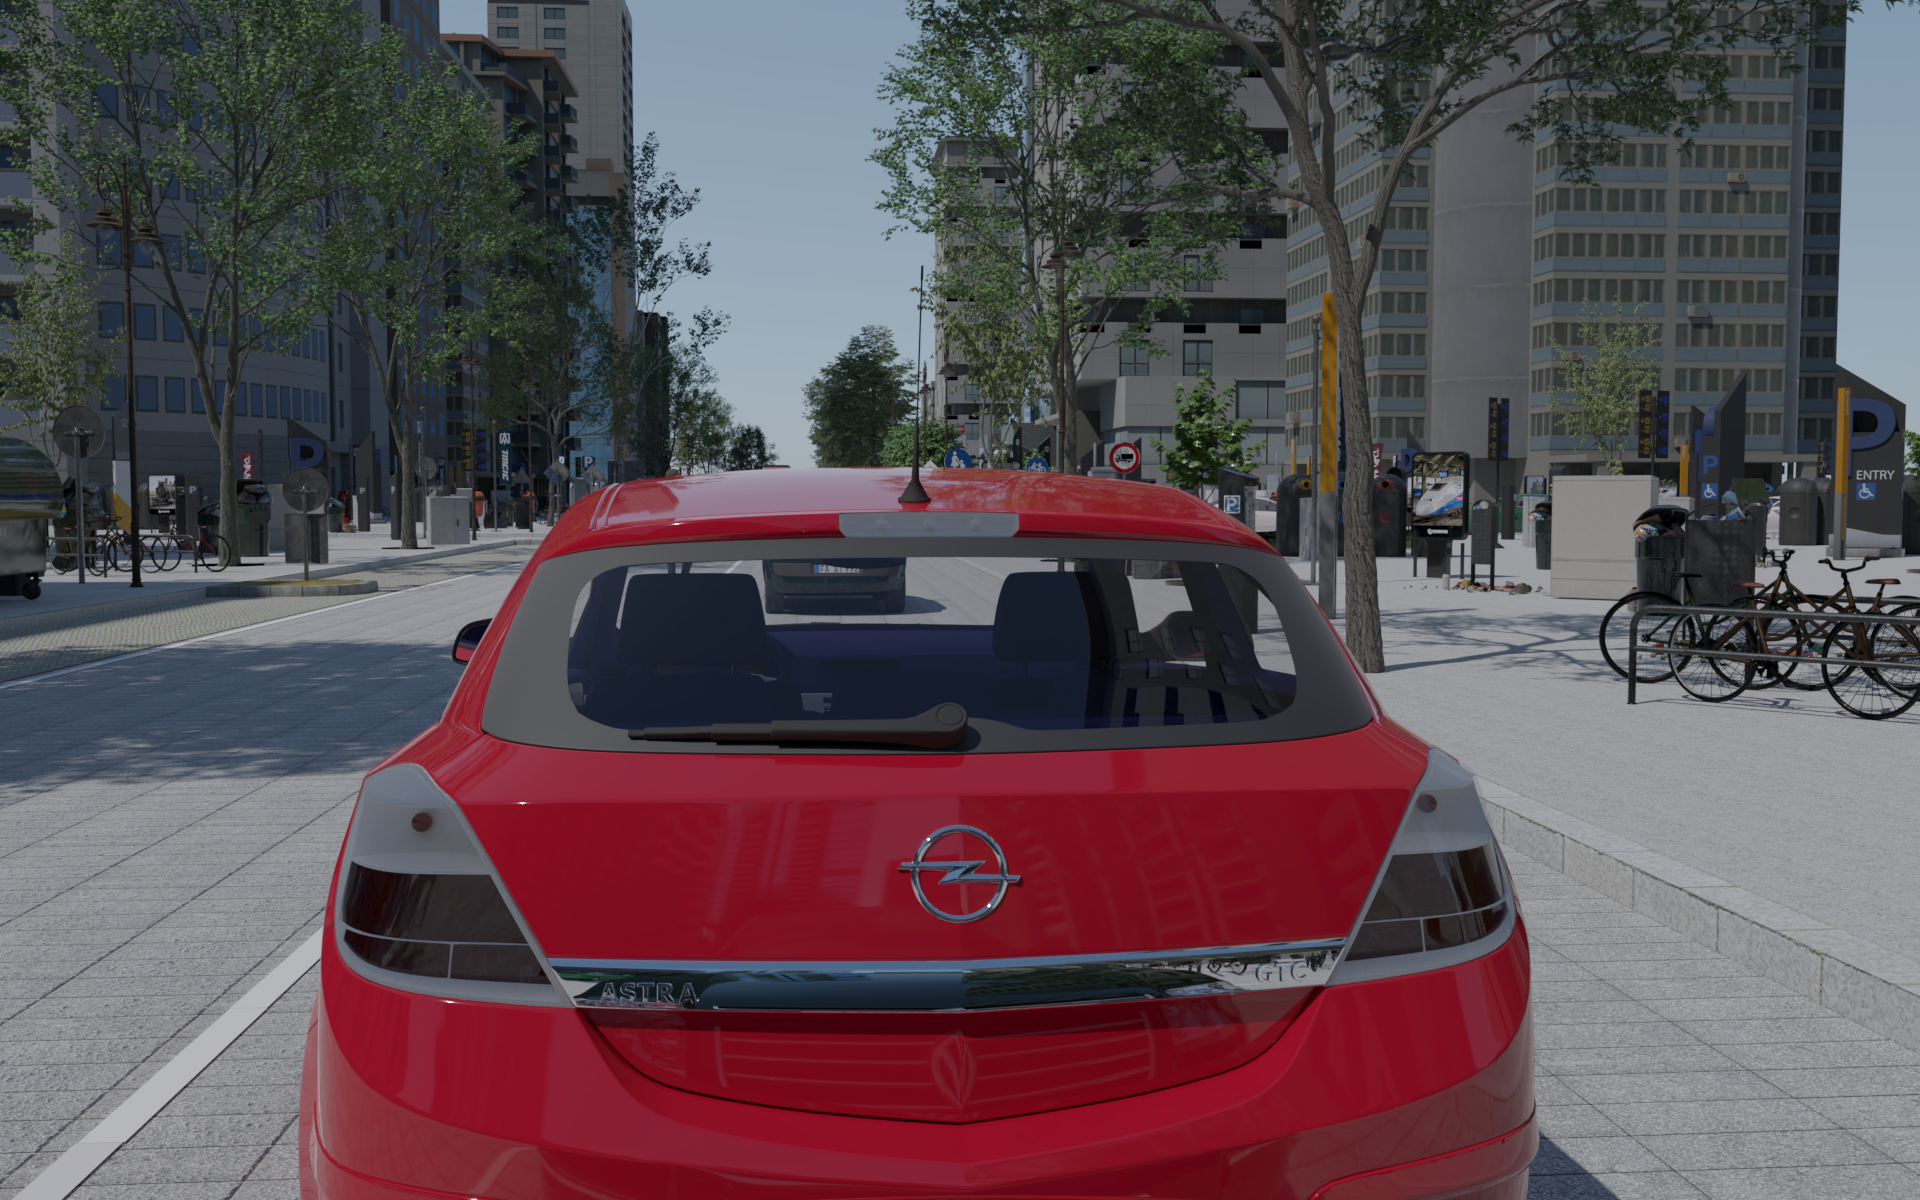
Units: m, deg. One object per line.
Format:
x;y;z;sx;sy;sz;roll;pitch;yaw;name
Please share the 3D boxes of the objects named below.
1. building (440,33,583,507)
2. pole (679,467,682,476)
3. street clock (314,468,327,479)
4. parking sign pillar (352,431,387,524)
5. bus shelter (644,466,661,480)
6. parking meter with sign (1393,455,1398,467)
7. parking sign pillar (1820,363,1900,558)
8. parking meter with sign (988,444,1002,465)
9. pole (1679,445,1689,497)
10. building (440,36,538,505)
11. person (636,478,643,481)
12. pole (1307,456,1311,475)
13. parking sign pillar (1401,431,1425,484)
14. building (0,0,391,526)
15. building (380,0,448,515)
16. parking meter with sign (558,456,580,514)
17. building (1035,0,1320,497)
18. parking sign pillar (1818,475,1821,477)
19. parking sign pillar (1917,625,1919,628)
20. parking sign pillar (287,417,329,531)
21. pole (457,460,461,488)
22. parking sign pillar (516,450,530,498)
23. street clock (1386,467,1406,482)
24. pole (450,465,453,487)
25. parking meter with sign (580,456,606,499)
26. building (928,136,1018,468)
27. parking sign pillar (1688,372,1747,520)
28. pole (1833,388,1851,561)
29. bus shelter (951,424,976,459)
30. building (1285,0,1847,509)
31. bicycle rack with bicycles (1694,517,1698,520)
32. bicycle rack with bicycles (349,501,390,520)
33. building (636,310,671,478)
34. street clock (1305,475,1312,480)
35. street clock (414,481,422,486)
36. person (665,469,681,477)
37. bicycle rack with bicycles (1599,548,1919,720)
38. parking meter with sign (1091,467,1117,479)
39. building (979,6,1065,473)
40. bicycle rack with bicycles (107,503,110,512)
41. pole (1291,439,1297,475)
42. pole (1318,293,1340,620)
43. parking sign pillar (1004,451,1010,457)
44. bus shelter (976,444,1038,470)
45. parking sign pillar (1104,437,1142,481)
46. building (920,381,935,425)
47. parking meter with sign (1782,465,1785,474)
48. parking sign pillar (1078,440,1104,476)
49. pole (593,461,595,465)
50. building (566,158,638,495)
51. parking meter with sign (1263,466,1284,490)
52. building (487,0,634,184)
-49.000;-31.402;168.049;22.147;44.769;28.867;0;4;-5;building
-20.912;-8.310;129.704;0.158;3.312;0.155;0;3;0;pole
-18.167;-2.718;49.006;0.471;2.002;0.358;1;4;20;street clock
-25.450;-5.264;74.532;1.447;3.967;1.447;3;4;39;parking sign pillar
-23.021;-8.171;127.516;2.014;3.302;5.546;0;4;-5;bus shelter
18.505;-4.937;76.975;1.738;3.016;0.543;0;4;0;parking meter with sign
18.528;-2.867;35.351;1.447;3.967;1.447;2;4;33;parking sign pillar
0.699;-3.861;59.386;0.543;3.016;1.738;3;5;39;parking meter with sign
29.982;-4.773;71.884;0.158;3.312;0.155;0;3;0;pole
-52.220;-27.496;141.443;32.217;40.220;23.993;0;4;-5;building
-7.040;-1.774;37.859;0.623;1.781;0.721;-2;4;-28;person
18.665;-6.046;92.702;0.158;3.312;0.155;0;3;0;pole
19.231;-5.206;73.598;1.447;3.967;1.447;-1;4;-14;parking sign pillar
-41.527;-32.997;81.493;21.231;58.520;28.212;0;4;-5;building
-41.761;-28.197;111.131;14.600;45.320;14.200;0;4;-5;building
-17.613;-5.119;79.949;1.738;3.016;0.543;-3;5;-44;parking meter with sign
20.171;-32.546;121.371;28.713;52.752;27.495;0;4;-5;building
60.254;-8.168;122.013;1.447;3.967;1.447;2;4;30;parking sign pillar
9.847;-1.697;16.223;1.447;3.967;1.447;-3;5;-45;parking sign pillar
-22.699;-4.394;60.320;1.447;3.967;1.447;-2;4;-25;parking sign pillar
-30.398;-6.807;105.133;0.158;3.312;0.155;0;3;0;pole
-26.725;-7.194;106.086;1.447;3.967;1.447;-3;4;-38;parking sign pillar
11.667;-2.558;46.386;0.471;2.002;0.358;3;5;39;street clock
-35.463;-7.767;120.833;0.158;3.312;0.155;0;3;0;pole
-16.388;-5.024;78.410;0.543;3.016;1.738;-3;5;-44;parking meter with sign
10.635;-40.458;250.726;28.713;52.752;27.495;0;4;-5;building
16.768;-3.033;38.068;1.447;3.967;1.447;-3;5;-43;parking sign pillar
17.001;-2.419;33.391;0.158;3.312;0.155;0;3;0;pole
-0.506;-7.299;96.976;2.179;5.291;8.768;0;4;-5;bus shelter
31.086;-24.345;89.930;23.993;40.220;32.217;0;4;-5;building
20.064;-2.254;50.238;2.852;0.926;2.925;-1;4;-19;bicycle rack with bicycles
-29.359;-4.297;83.644;2.925;0.926;2.852;2;4;35;bicycle rack with bicycles
-52.887;-30.488;270.172;14.160;30.474;14.107;0;4;-5;building
13.065;-3.687;64.860;0.471;2.002;0.358;-2;4;-34;street clock
-30.284;-5.630;96.617;0.471;2.002;0.358;-3;5;-41;street clock
-4.107;-1.023;25.402;0.473;1.802;0.592;2;4;28;person
5.330;0.162;10.736;2.852;0.926;2.925;-3;5;-43;bicycle rack with bicycles
4.038;-3.195;48.500;1.738;3.016;0.543;0;4;0;parking meter with sign
14.567;-53.079;180.517;22.319;86.520;31.000;0;4;-5;building
-32.222;-3.234;66.261;2.925;0.926;2.852;-2;4;-29;bicycle rack with bicycles
12.337;-4.298;64.108;0.158;3.312;0.155;0;3;0;pole
3.772;-1.458;17.690;0.158;3.312;0.155;0;3;0;pole
2.430;-7.218;106.480;1.447;3.967;1.447;0;4;-6;parking sign pillar
1.919;-4.798;72.364;2.014;3.302;5.546;0;4;-5;bus shelter
7.932;-5.716;81.926;1.447;3.967;1.447;-2;4;-29;parking sign pillar
8.199;-26.605;280.035;27.650;21.520;28.899;0;4;-5;building
50.738;-6.679;105.458;1.738;3.016;0.543;-1;4;-9;parking meter with sign
6.510;-5.965;86.005;1.447;3.967;1.447;-2;4;-24;parking sign pillar
-22.426;-6.854;105.900;0.158;3.312;0.155;0;3;0;pole
-51.458;-35.731;234.311;14.600;45.320;14.200;0;4;-5;building
19.078;-6.774;107.016;1.738;3.016;0.543;1;4;15;parking meter with sign
-55.669;-49.706;250.949;20.563;71.187;20.611;0;4;-5;building
